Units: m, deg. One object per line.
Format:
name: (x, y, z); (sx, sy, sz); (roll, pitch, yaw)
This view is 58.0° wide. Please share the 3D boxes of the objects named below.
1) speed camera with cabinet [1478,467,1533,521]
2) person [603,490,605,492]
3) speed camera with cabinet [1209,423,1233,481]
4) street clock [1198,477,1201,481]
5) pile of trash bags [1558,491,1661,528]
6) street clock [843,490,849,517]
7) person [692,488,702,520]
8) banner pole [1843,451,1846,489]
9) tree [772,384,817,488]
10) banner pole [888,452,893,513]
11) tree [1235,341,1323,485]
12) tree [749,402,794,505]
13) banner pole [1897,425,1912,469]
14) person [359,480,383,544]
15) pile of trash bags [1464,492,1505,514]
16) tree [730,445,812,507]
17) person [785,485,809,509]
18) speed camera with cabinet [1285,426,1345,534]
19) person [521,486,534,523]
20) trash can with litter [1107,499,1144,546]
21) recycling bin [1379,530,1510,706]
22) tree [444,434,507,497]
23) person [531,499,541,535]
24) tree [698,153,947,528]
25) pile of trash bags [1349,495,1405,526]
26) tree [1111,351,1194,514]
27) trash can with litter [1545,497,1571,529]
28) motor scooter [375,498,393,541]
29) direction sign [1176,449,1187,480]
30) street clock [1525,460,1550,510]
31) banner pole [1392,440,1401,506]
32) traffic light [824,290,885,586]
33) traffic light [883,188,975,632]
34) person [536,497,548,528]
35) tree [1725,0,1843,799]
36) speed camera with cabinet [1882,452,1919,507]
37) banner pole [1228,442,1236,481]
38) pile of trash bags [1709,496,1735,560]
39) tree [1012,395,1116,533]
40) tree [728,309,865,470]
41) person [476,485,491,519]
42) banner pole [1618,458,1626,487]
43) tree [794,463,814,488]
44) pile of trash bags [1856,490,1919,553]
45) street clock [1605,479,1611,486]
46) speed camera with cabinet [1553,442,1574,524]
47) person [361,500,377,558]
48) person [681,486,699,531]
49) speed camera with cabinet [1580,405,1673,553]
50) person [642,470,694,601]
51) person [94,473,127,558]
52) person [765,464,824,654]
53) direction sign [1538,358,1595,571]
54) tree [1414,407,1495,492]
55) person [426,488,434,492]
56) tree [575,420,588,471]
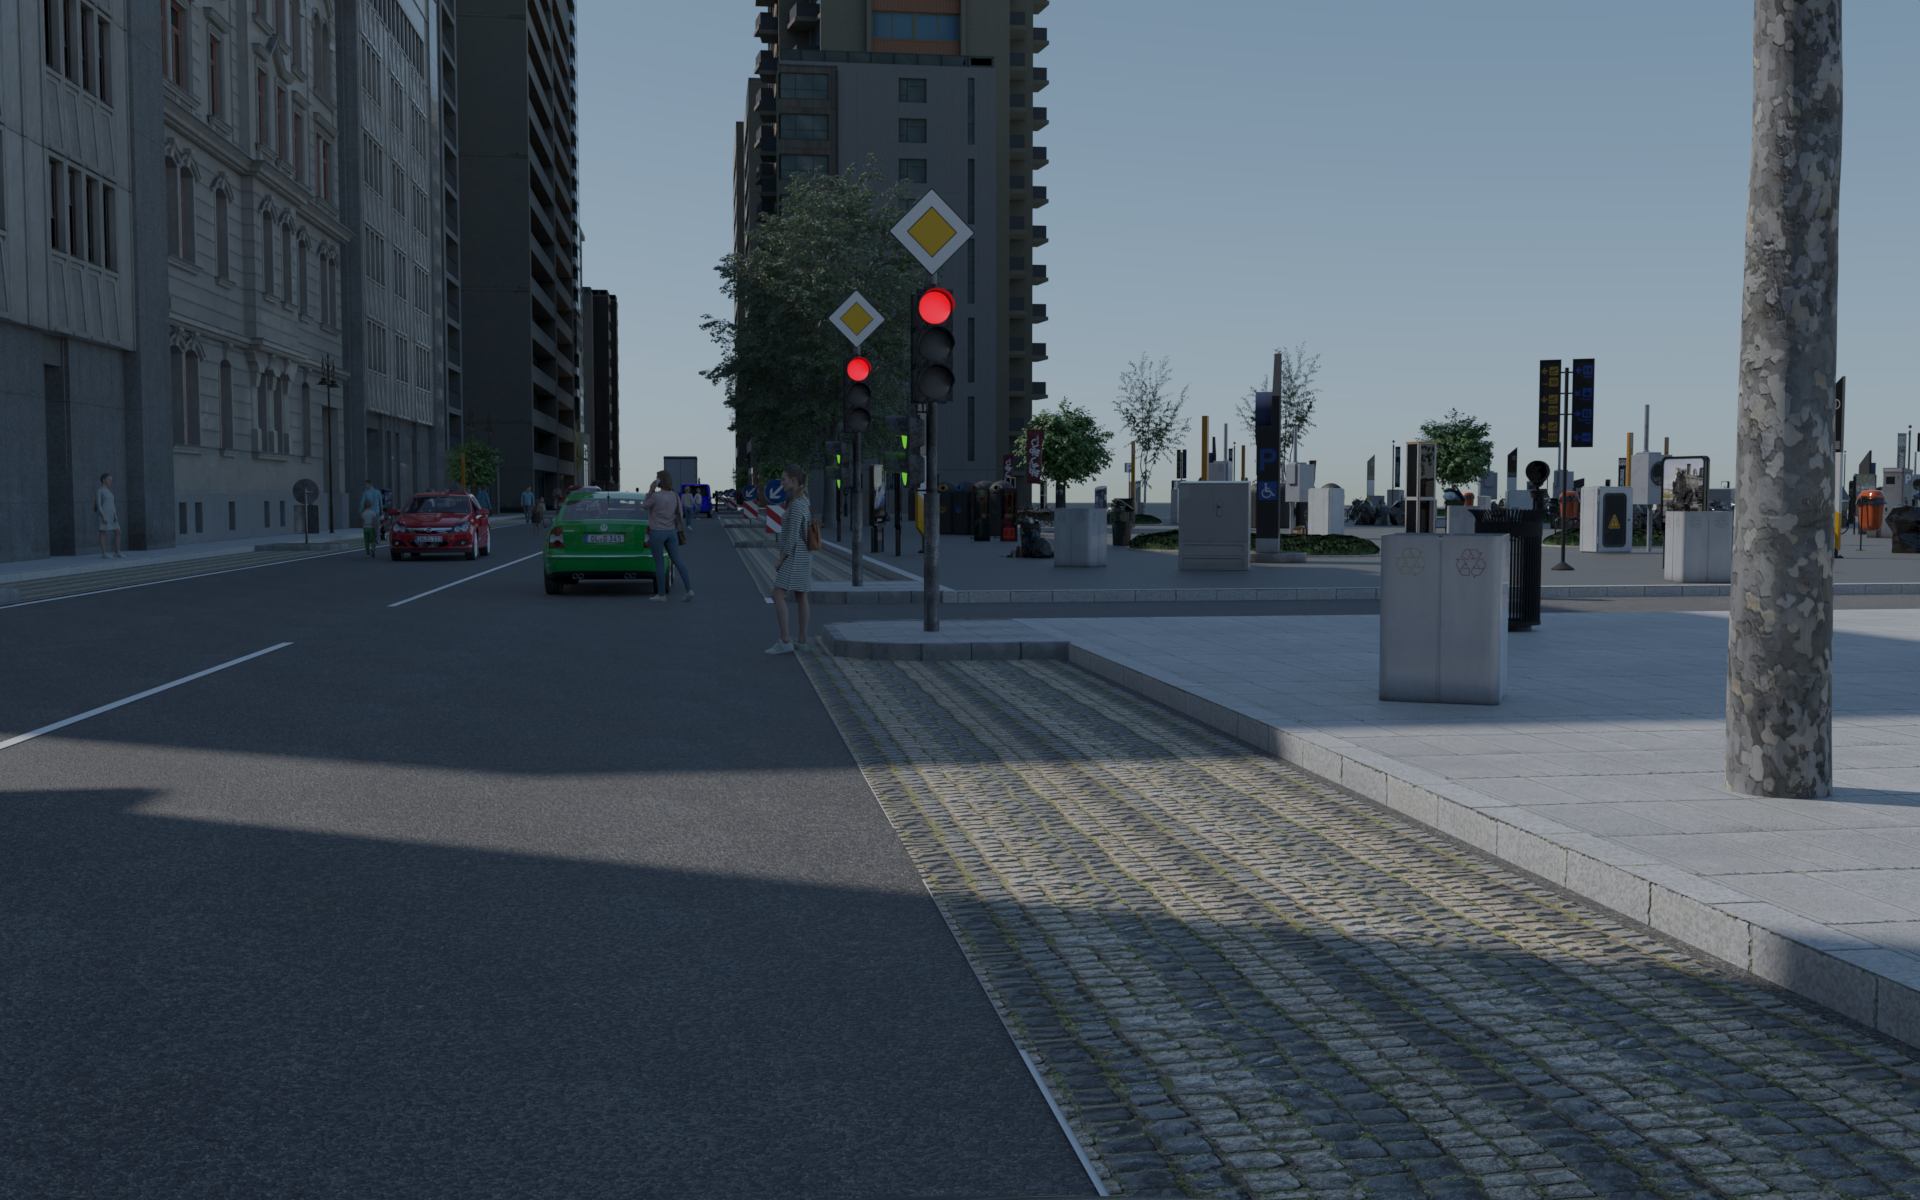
speed camera with cabinet: (21.741, -4.568, 69.029); (2.038, 3.252, 0.660); (0, 4, 7)
person: (-42.214, -12.158, 205.276); (0.568, 1.767, 0.683); (-3, 5, -45)
speed camera with cabinet: (7.593, -3.352, 49.140); (0.660, 3.252, 2.038); (2, 4, 29)
street clock: (9.943, -4.036, 70.555); (0.471, 2.002, 0.358); (-1, 4, -11)
pile of trash bags: (20.442, -2.717, 54.168); (3.447, 1.369, 1.912); (0, 4, -2)
street clock: (-6.506, -5.757, 98.691); (0.358, 2.002, 0.471); (1, 4, 19)
person: (-14.715, -5.329, 96.297); (0.598, 1.740, 0.731); (1, 4, 15)
banner pole: (50.798, -6.717, 99.838); (0.401, 3.779, 0.863); (-1, 4, -15)
tree: (-8.259, -8.553, 90.210); (4.360, 8.622, 3.978); (0, 3, 0)
banner pole: (-3.675, -6.184, 91.130); (0.401, 3.779, 0.863); (-1, 4, -22)
tree: (15.651, -8.160, 83.775); (4.360, 8.622, 3.978); (0, 3, 0)
tree: (-10.982, -9.598, 107.286); (4.737, 8.622, 4.395); (0, 3, 0)
banner pole: (34.102, -4.437, 62.566); (0.863, 3.779, 0.401); (-2, 4, -23)
person: (-16.717, -2.496, 49.173); (0.638, 1.841, 0.748); (-1, 4, -20)
pile of trash bags: (27.736, -4.894, 89.763); (3.447, 1.369, 1.912); (0, 4, -6)
tree: (-10.325, -7.120, 100.129); (4.285, 4.588, 4.351); (0, 3, 0)
person: (-3.857, -1.981, 41.075); (0.473, 1.802, 0.592); (-2, 4, -28)
speed camera with cabinet: (10.233, -3.399, 49.910); (0.660, 3.252, 2.038); (-2, 4, -27)
person: (-21.327, -4.723, 85.588); (0.638, 1.841, 0.748); (0, 4, 2)
trash can with litter: (4.190, -1.926, 42.883); (1.055, 1.170, 0.624); (-2, 4, -25)
recycling bin: (3.055, 0.100, 10.912); (0.722, 1.027, 0.722); (1, 4, 21)
tree: (-26.549, -6.799, 94.874); (4.285, 4.588, 4.351); (0, 3, 0)
person: (-14.864, -2.907, 60.691); (0.362, 1.253, 0.373); (-1, 4, -18)
tree: (-5.034, -9.694, 65.145); (9.857, 13.997, 8.962); (0, 3, 0)
pile of trash bags: (17.610, -3.721, 70.590); (1.912, 1.369, 3.447); (-1, 4, -20)
tree: (9.890, -8.561, 90.333); (4.360, 8.622, 3.978); (0, 3, 0)
trash can with litter: (22.136, -3.214, 63.940); (1.055, 1.170, 0.624); (-3, 4, -37)
motor scooter: (-17.631, -2.437, 52.624); (0.815, 1.314, 1.986); (-1, 4, -10)
direction sign: (11.225, -5.858, 87.780); (0.379, 3.537, 0.876); (-2, 4, -26)
street clock: (12.417, -2.000, 37.267); (0.471, 2.002, 0.358); (2, 4, 33)
banner pole: (20.168, -5.515, 80.191); (0.401, 3.779, 0.863); (-1, 4, -16)
traffic light: (-1.448, -2.145, 23.994); (0.839, 4.253, 0.868); (-1, 4, -8)
traffic light: (-0.284, -1.662, 16.094); (0.839, 4.253, 0.868); (-1, 4, -8)
person: (-17.735, -3.713, 73.480); (0.640, 1.303, 0.475); (0, 4, 8)
tree: (4.415, -9.162, 5.685); (12.611, 20.169, 13.585); (0, 3, 0)
speed camera with cabinet: (43.873, -5.287, 80.783); (2.038, 3.252, 0.660); (0, 4, 7)
banner pole: (13.047, -5.693, 83.099); (0.401, 3.779, 0.863); (-1, 4, -18)
pile of trash bags: (15.618, -1.488, 34.085); (1.912, 1.369, 3.447); (3, 5, 44)
tree: (3.455, -4.526, 57.710); (4.285, 4.588, 4.351); (0, 3, 0)
tree: (-7.158, -8.947, 80.696); (7.601, 10.594, 8.767); (-2, 4, -32)
person: (-18.790, -3.631, 68.204); (0.601, 1.785, 0.444); (1, 4, 22)
banner pole: (40.123, -7.005, 104.549); (0.863, 3.779, 0.401); (3, 4, 37)
tree: (-9.148, -6.202, 96.007); (1.663, 3.219, 1.824); (0, 3, 0)
pile of trash bags: (21.101, -1.730, 38.039); (1.912, 1.369, 3.447); (-1, 4, -17)
street clock: (31.600, -4.888, 84.487); (0.358, 2.002, 0.471); (2, 4, 26)
speed camera with cabinet: (23.034, -4.343, 65.339); (0.660, 3.252, 2.038); (0, 4, -1)
person: (-13.240, -1.594, 38.818); (0.306, 1.304, 0.590); (-2, 4, -25)
person: (-10.439, -3.528, 66.852); (0.731, 1.740, 0.598); (0, 4, 1)
speed camera with cabinet: (14.601, -2.666, 37.918); (2.038, 3.252, 0.660); (-1, 4, -21)
person: (-3.868, -0.858, 23.122); (0.643, 1.750, 0.593); (3, 5, 43)
person: (-17.017, -1.681, 34.537); (0.522, 1.701, 0.512); (1, 4, 9)
person: (-1.492, -0.377, 15.673); (0.522, 1.701, 0.512); (0, 4, -1)
direction sign: (10.175, -2.271, 29.128); (0.876, 3.537, 0.379); (2, 4, 26)
tree: (18.721, -5.006, 65.569); (4.285, 4.588, 4.351); (0, 3, 0)
person: (-14.735, -2.316, 48.183); (0.330, 1.601, 0.589); (-2, 4, -24)
tree: (-38.552, -13.510, 171.257); (4.737, 8.622, 4.395); (0, 3, 0)
